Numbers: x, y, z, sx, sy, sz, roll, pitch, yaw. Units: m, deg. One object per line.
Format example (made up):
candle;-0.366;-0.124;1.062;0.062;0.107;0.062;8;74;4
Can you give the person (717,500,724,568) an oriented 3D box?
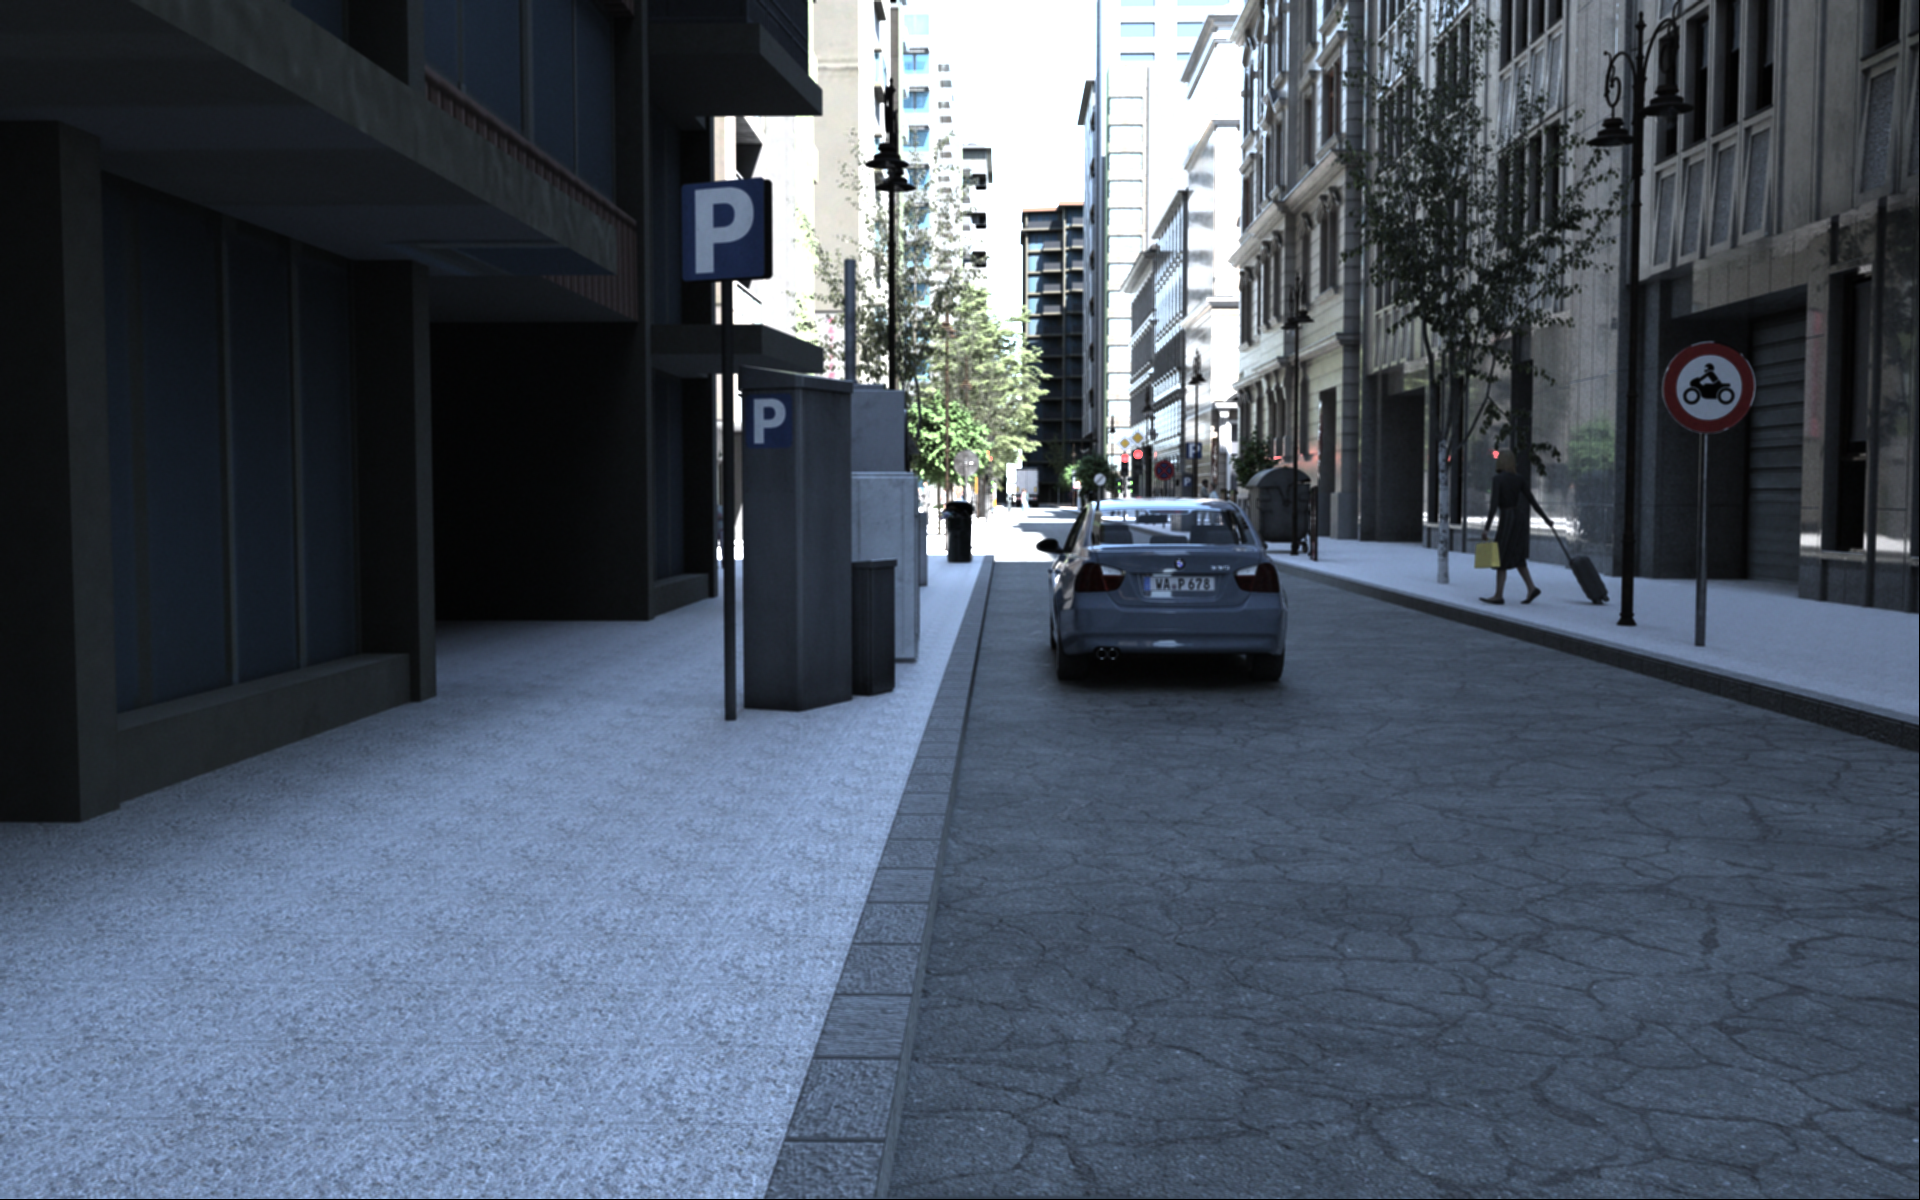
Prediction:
person;-4.177;-1.202;29.969;0.425;1.301;0.394;-2;4;-35

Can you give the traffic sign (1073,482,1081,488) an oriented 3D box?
traffic sign;10.488;-9.423;154.067;0.884;2.594;0.081;0;4;6

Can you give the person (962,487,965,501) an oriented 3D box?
person;0.222;-7.069;121.788;0.661;1.801;0.590;0;4;-5

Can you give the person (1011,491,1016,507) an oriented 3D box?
person;6.064;-11.602;198.906;1.217;1.735;0.721;2;4;35

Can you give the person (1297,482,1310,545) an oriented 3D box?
person;8.644;-2.294;43.747;0.583;1.804;0.606;-1;4;-18

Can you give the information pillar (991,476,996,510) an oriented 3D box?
information pillar;2.644;-9.004;138.568;0.504;3.616;0.183;1;4;11

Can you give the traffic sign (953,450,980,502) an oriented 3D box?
traffic sign;0.177;-3.041;49.825;0.768;2.556;0.104;0;4;7

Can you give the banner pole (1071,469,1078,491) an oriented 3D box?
banner pole;10.336;-10.071;154.673;0.863;3.779;0.401;2;4;30

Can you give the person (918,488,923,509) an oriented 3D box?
person;-3.338;-8.505;145.281;0.709;1.800;0.728;2;4;26

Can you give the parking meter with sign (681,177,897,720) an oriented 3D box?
parking meter with sign;-0.957;-0.871;10.495;0.543;3.016;1.738;2;4;25

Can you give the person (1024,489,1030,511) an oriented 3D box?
person;5.481;-8.321;144.525;0.713;1.824;0.794;-1;4;-14

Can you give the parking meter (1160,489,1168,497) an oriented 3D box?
parking meter;9.681;-4.514;82.220;0.372;1.533;0.369;0;3;0

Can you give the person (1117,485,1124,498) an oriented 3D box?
person;8.629;-5.265;92.305;0.728;1.800;0.709;-2;4;-23

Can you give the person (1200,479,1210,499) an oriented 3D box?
person;8.764;-3.389;61.630;0.466;1.800;0.511;0;4;-3

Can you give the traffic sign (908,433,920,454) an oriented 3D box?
traffic sign;-0.977;-1.417;23.169;0.884;2.594;0.081;0;4;6

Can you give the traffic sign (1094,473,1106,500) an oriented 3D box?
traffic sign;8.566;-6.484;106.126;0.768;2.556;0.104;0;4;6

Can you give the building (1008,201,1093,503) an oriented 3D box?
building;21.539;-36.686;254.446;28.867;44.769;22.147;0;4;2

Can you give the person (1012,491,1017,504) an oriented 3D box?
person;6.871;-13.287;225.373;1.348;1.869;0.705;-1;4;-13

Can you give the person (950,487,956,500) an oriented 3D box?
person;-0.475;-7.591;130.501;0.694;1.780;0.624;-2;4;-35

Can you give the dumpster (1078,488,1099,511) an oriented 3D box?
dumpster;9.626;-7.762;129.406;1.502;2.255;1.985;0;4;1

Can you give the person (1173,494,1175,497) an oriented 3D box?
person;10.069;-4.343;79.278;0.755;1.850;0.659;-2;4;-26

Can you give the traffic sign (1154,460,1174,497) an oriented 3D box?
traffic sign;7.707;-3.993;65.399;0.768;2.556;0.104;1;4;10

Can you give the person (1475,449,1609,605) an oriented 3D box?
person;6.762;-0.848;20.126;1.509;1.804;0.699;1;4;11

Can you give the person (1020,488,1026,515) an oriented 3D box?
person;4.295;-6.715;118.300;0.388;1.821;0.555;0;4;-6

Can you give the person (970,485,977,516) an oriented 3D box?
person;0.655;-5.745;100.148;0.728;1.800;0.709;2;4;24

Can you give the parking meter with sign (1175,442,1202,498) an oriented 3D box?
parking meter with sign;7.691;-3.862;59.404;0.543;3.016;1.738;-1;4;-14

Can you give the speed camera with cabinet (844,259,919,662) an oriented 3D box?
speed camera with cabinet;-0.681;-1.206;14.050;0.660;3.252;2.038;0;4;-5

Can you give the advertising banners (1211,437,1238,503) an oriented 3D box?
advertising banners;8.013;-3.449;52.580;0.090;3.025;2.074;-1;4;-13

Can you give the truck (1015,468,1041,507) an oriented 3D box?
truck;7.391;-12.268;189.492;2.839;4.237;11.283;0;4;3

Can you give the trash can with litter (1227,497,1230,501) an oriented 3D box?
trash can with litter;11.194;-3.871;74.681;1.055;1.170;0.624;3;5;44

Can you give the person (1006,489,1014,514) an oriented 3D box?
person;3.679;-7.183;126.120;0.590;1.801;0.661;0;4;2

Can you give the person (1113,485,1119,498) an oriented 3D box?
person;9.783;-6.255;108.218;0.656;1.842;0.836;-2;4;-25

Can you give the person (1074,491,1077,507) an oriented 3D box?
person;11.867;-10.545;178.399;0.705;1.831;1.348;0;4;8

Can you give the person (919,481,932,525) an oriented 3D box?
person;-1.449;-3.969;70.750;0.447;1.846;0.655;2;4;24

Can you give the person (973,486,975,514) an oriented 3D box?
person;1.038;-6.257;108.621;0.678;1.792;0.850;3;5;43

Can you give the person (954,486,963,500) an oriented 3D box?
person;-0.044;-6.552;113.138;0.580;1.828;0.573;-2;4;-30

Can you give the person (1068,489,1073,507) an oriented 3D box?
person;10.740;-9.912;168.545;0.683;1.767;0.568;-2;4;-34

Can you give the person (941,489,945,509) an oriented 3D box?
person;-1.102;-7.339;126.127;0.616;1.811;0.778;0;4;5

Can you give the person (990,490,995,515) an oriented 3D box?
person;2.013;-6.281;108.745;0.388;1.821;0.555;-1;4;-10

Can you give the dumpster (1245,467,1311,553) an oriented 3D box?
dumpster;7.059;-1.991;38.315;1.264;1.857;1.865;0;4;1

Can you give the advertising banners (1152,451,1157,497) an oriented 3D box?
advertising banners;8.052;-4.620;71.719;0.090;3.025;2.074;0;4;4

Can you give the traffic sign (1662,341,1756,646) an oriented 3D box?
traffic sign;6.251;-0.884;14.553;0.768;2.556;0.104;0;4;2

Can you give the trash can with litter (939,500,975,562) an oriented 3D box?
trash can with litter;-0.040;-1.310;32.803;0.624;1.170;1.055;0;4;5

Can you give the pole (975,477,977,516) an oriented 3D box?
pole;0.948;-6.539;100.753;0.158;3.312;0.155;0;3;0

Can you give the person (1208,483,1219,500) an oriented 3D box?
person;7.219;-2.546;49.474;0.330;1.601;0.589;0;4;2

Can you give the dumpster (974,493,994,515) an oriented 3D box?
dumpster;1.461;-6.097;105.436;1.264;1.857;1.865;0;4;2

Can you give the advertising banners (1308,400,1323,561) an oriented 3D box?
advertising banners;6.838;-2.270;33.306;0.090;3.025;2.074;0;4;7
